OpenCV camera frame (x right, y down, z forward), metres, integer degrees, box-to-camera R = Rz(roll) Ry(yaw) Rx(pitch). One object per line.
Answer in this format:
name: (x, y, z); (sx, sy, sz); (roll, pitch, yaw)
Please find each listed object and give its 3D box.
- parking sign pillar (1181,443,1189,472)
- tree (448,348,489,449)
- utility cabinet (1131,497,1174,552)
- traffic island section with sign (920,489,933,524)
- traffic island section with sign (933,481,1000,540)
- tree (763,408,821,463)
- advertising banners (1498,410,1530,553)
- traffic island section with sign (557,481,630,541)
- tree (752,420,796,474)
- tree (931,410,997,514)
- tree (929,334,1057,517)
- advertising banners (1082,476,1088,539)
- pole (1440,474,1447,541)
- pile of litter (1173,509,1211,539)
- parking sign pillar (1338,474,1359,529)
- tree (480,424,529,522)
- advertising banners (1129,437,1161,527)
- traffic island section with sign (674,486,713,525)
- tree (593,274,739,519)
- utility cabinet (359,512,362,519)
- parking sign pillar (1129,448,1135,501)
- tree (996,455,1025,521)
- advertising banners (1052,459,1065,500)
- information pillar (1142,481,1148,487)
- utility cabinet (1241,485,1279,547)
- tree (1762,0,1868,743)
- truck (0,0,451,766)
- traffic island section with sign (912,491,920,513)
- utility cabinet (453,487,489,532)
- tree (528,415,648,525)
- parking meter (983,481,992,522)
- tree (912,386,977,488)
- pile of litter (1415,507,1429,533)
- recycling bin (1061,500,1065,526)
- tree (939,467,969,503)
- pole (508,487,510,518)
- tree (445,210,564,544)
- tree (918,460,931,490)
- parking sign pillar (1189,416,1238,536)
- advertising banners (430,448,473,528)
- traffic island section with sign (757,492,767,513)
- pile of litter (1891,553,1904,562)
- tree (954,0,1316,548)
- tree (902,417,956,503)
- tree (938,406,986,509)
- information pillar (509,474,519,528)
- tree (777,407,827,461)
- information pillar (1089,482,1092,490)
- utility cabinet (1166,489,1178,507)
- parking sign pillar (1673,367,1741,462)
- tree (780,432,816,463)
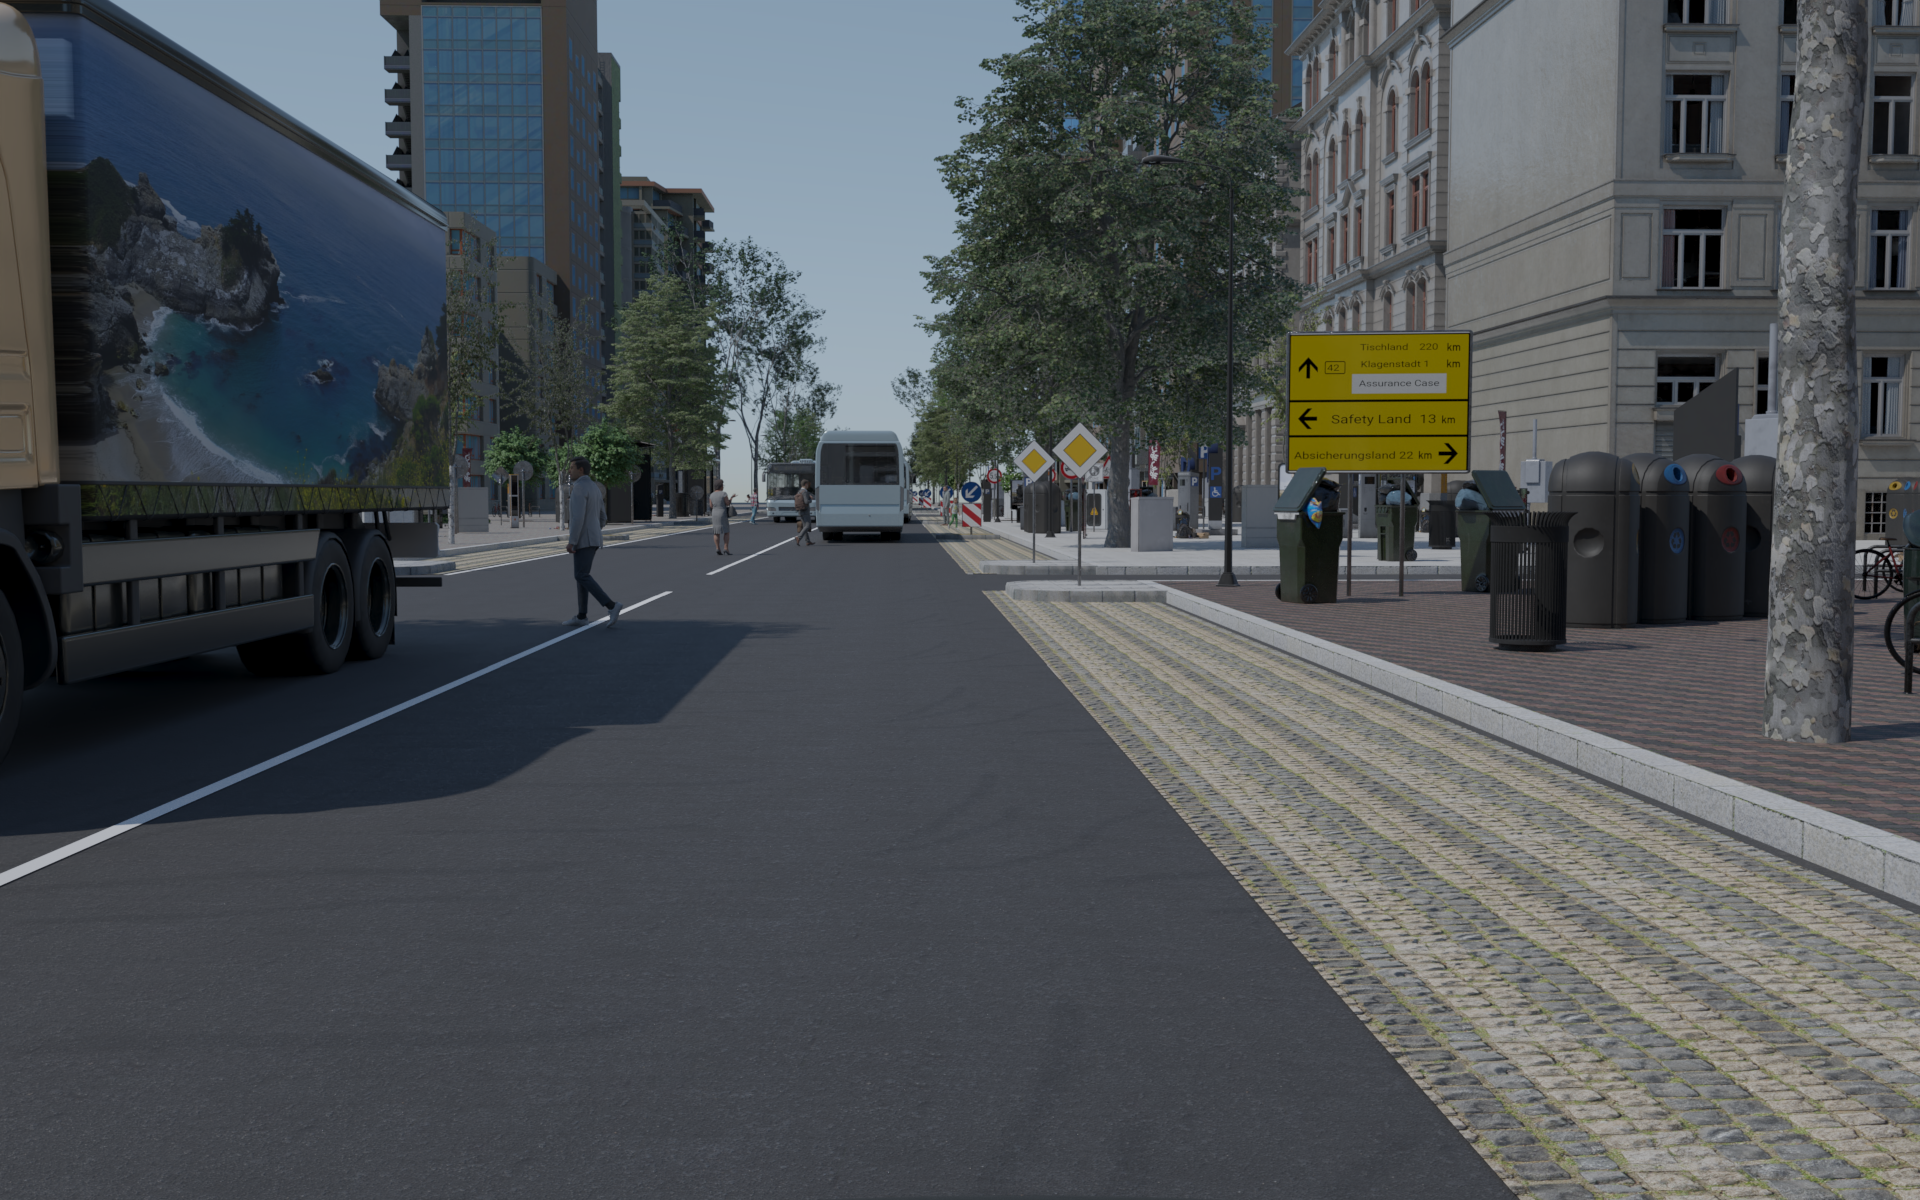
parking sign pillar: (11.932, -6.208, 89.980); (1.447, 3.967, 1.447); (-1, 4, -19)
tree: (-25.183, -8.197, 84.387); (4.737, 8.622, 4.395); (0, 3, 0)
utility cabinet: (4.289, -1.685, 38.710); (1.020, 1.237, 0.306); (-2, 4, -34)
traffic island section with sign: (-0.767, -4.489, 82.017); (1.989, 1.847, 2.006); (0, 4, -2)
traffic island section with sign: (0.226, -2.839, 55.048); (1.989, 1.847, 2.006); (0, 4, -2)
tree: (-20.122, -17.240, 207.636); (9.928, 11.665, 9.643); (0, 3, 0)
advertising banners: (11.798, -2.494, 36.969); (0.090, 3.025, 2.074); (3, 4, 36)
traffic island section with sign: (-11.315, -2.753, 53.636); (1.989, 1.847, 2.006); (0, 4, -2)
tree: (-18.075, -13.292, 167.694); (4.737, 8.622, 4.395); (0, 3, 0)
tree: (1.216, -9.762, 109.971); (4.360, 8.622, 3.978); (0, 3, 0)
tree: (1.856, -10.485, 97.181); (9.928, 11.665, 9.643); (0, 3, 0)
advertising banners: (3.572, -3.274, 49.711); (0.090, 3.025, 2.074); (0, 4, 7)
pole: (12.089, -3.022, 43.258); (0.158, 3.312, 0.155); (0, 3, 0)
pile of litter: (6.689, -2.221, 50.285); (1.176, 0.858, 1.719); (0, 4, 8)
parking sign pillar: (14.498, -4.646, 64.427); (1.447, 3.967, 1.447); (2, 4, 31)
tree: (-20.692, -5.952, 81.033); (4.285, 4.588, 4.351); (0, 3, 0)
advertising banners: (5.385, -3.487, 53.203); (0.090, 3.025, 2.074); (-3, 5, -44)
traffic island section with sign: (-12.325, -4.439, 81.202); (1.989, 1.847, 2.006); (0, 4, -2)
tree: (-15.312, -10.527, 90.243); (7.486, 12.596, 7.792); (0, 3, 0)
utility cabinet: (-14.238, -1.909, 39.899); (1.173, 1.500, 0.318); (-2, 4, -28)
parking sign pillar: (8.954, -6.527, 95.182); (1.447, 3.967, 1.447); (0, 4, 0)
tree: (2.440, -5.385, 82.653); (1.663, 3.219, 1.824); (0, 3, 0)
advertising banners: (4.904, -5.521, 86.454); (0.090, 3.025, 2.074); (1, 4, 23)
information pillar: (10.417, -5.677, 97.304); (0.304, 2.012, 0.304); (2, 4, 28)
utility cabinet: (7.313, -1.996, 41.313); (1.173, 1.500, 0.318); (-1, 4, -14)
tree: (5.688, -9.385, 9.334); (12.611, 20.169, 13.585); (0, 3, 0)
truck: (-6.060, -1.390, 11.634); (2.839, 4.237, 11.283); (0, 4, -2)
traffic island section with sign: (-2.617, -7.542, 131.943); (1.989, 1.847, 2.006); (0, 4, -2)
utility cabinet: (-16.277, -2.985, 57.479); (1.173, 1.500, 0.318); (-2, 4, -28)
tree: (-14.598, -5.376, 71.615); (4.285, 4.588, 4.351); (0, 3, 0)
parking meter: (1.266, -4.499, 79.263); (0.399, 1.863, 0.255); (0, 4, 3)
tree: (-0.963, -15.174, 166.219); (7.486, 12.596, 7.792); (0, 3, 0)
pile of litter: (15.755, -2.675, 57.695); (1.176, 0.858, 1.719); (1, 4, 17)
recycling bin: (4.250, -3.448, 68.926); (0.722, 1.027, 0.722); (-1, 4, -21)
tree: (-0.526, -11.579, 173.031); (4.285, 4.588, 4.351); (0, 3, 0)
pole: (-24.165, -6.061, 92.944); (0.158, 3.312, 0.155); (0, 3, 0)
tree: (-13.344, -5.760, 44.541); (4.360, 8.622, 3.978); (0, 3, 0)
tree: (-3.040, -16.390, 218.338); (4.360, 8.622, 3.978); (0, 3, 0)
parking sign pillar: (7.980, -4.015, 54.115); (1.447, 3.967, 1.447); (0, 4, 7)
advertising banners: (-19.047, -4.207, 64.968); (0.090, 3.025, 2.074); (2, 4, 33)
traffic island section with sign: (-14.107, -7.393, 129.507); (1.989, 1.847, 2.006); (0, 4, -2)
pile of litter: (18.315, -1.159, 32.909); (1.719, 0.858, 1.176); (-1, 4, -21)
tree: (3.903, -8.227, 41.165); (9.857, 13.997, 8.962); (0, 3, 0)
tree: (-4.469, -20.335, 249.485); (9.611, 12.733, 9.660); (0, 3, 0)
tree: (0.057, -11.421, 137.099); (4.737, 8.622, 4.395); (0, 3, 0)
information pillar: (-16.682, -3.688, 64.793); (0.304, 2.012, 0.304); (-2, 4, -23)
tree: (-20.095, -18.756, 224.791); (7.486, 12.596, 7.792); (0, 3, 0)
information pillar: (5.894, -5.287, 77.804); (0.183, 3.616, 0.504); (-1, 4, -12)
utility cabinet: (10.266, -4.535, 82.832); (0.318, 1.500, 1.173); (-1, 4, -22)
parking sign pillar: (16.125, -2.993, 37.414); (1.447, 3.967, 1.447); (3, 5, 42)
tree: (-19.050, -15.358, 201.471); (4.360, 8.622, 3.978); (0, 3, 0)
